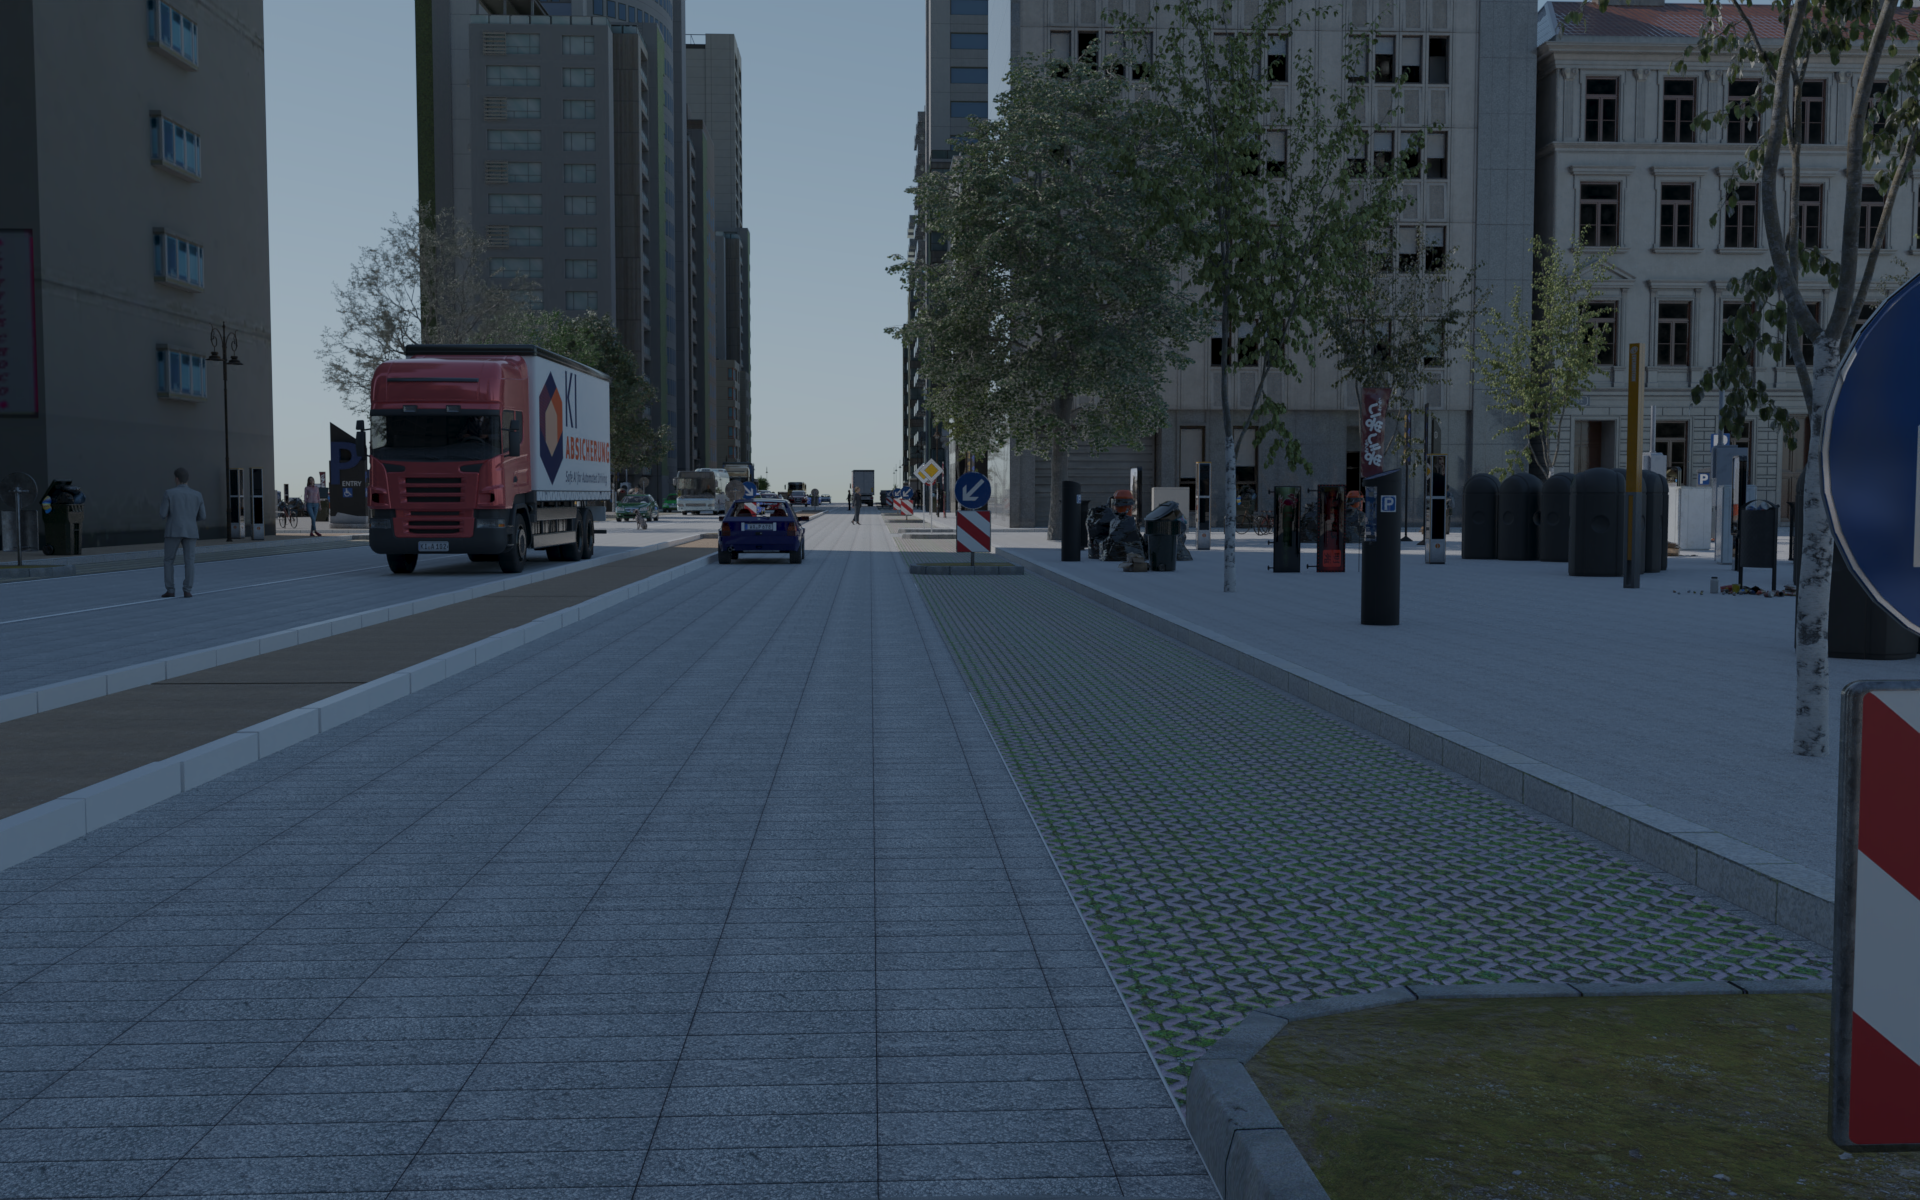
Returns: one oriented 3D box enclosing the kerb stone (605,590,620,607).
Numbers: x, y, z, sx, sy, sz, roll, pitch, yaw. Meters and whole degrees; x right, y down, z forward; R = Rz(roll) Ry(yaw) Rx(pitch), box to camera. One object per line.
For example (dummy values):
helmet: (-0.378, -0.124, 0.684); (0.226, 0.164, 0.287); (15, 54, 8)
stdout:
kerb stone: (-4.512, 0.002, 22.156); (0.120, 0.150, 1.000); (0, 4, -3)

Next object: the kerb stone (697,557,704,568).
kerb stone: (-5.096, -0.686, 33.410); (0.120, 0.150, 1.000); (0, 4, -3)

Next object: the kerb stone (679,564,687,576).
kerb stone: (-4.939, -0.498, 30.332); (0.120, 0.150, 1.000); (0, 4, -3)

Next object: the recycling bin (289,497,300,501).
recycling bin: (-52.203, -7.533, 135.721); (0.722, 1.027, 0.722); (0, 4, -2)

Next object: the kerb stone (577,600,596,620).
kerb stone: (-4.394, 0.132, 20.106); (0.120, 0.150, 1.000); (0, 4, -3)

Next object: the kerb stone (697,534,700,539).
kerb stone: (-8.267, -1.932, 53.787); (0.120, 0.150, 1.000); (0, 4, -3)

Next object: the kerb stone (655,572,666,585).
kerb stone: (-4.784, -0.310, 27.261); (0.120, 0.150, 1.000); (0, 4, -3)

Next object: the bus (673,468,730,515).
bus: (-17.951, -7.735, 121.333); (2.948, 3.499, 13.247); (0, 4, -3)

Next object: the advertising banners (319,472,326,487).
advertising banners: (-48.653, -8.450, 134.349); (2.074, 3.025, 0.090); (0, 4, -3)

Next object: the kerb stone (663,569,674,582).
kerb stone: (-4.838, -0.372, 28.281); (0.120, 0.150, 1.000); (0, 4, -3)

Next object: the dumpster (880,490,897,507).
dumpster: (-7.453, -10.610, 181.691); (1.865, 1.857, 1.264); (0, 4, -4)

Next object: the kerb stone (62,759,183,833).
kerb stone: (-3.773, 0.880, 7.805); (0.120, 0.150, 1.000); (0, 4, -3)

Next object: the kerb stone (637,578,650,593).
kerb stone: (-4.669, -0.185, 25.219); (0.120, 0.150, 1.000); (0, 4, -3)

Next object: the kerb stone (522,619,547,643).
kerb stone: (-4.245, 0.324, 17.037); (0.120, 0.150, 1.000); (0, 4, -3)

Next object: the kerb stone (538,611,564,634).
kerb stone: (-4.305, 0.253, 18.058); (0.120, 0.150, 1.000); (0, 4, -3)

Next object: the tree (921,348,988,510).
tree: (0.196, -8.056, 82.074); (4.737, 8.622, 4.395); (0, 3, 0)

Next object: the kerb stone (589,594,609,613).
kerb stone: (-4.456, 0.067, 21.126); (0.120, 0.150, 1.000); (0, 4, -3)

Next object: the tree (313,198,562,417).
tree: (-21.508, -9.891, 72.087); (12.009, 13.543, 11.850); (0, 3, 0)

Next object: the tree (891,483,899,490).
tree: (-10.930, -18.281, 293.493); (1.663, 3.219, 1.824); (0, 3, 0)

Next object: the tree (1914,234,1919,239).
tree: (23.760, -5.451, 39.487); (4.737, 8.622, 4.395); (0, 3, 0)

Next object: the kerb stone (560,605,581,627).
kerb stone: (-4.351, 0.191, 19.084); (0.120, 0.150, 1.000); (0, 4, -3)

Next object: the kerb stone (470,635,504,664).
kerb stone: (-4.136, 0.443, 14.991); (0.120, 0.150, 1.000); (0, 4, -3)

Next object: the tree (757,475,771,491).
tree: (-33.486, -18.867, 292.192); (4.285, 4.588, 4.351); (0, 3, 0)

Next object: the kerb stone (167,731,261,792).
kerb stone: (-3.818, 0.822, 8.831); (0.120, 0.150, 1.000); (0, 4, -3)

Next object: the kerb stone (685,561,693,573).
kerb stone: (-4.986, -0.561, 31.368); (0.120, 0.150, 1.000); (0, 4, -3)

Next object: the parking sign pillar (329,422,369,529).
parking sign pillar: (-22.826, -4.658, 64.633); (1.447, 3.967, 1.447); (0, 4, -7)

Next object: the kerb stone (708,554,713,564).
kerb stone: (-5.206, -0.811, 35.461); (0.120, 0.150, 1.000); (0, 4, -3)

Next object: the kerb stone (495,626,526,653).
kerb stone: (-4.193, 0.378, 16.012); (0.120, 0.150, 1.000); (0, 4, -3)

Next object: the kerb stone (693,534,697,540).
kerb stone: (-8.213, -1.866, 52.761); (0.120, 0.150, 1.000); (0, 4, -3)

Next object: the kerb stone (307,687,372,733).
kerb stone: (-3.919, 0.692, 10.889); (0.120, 0.150, 1.000); (0, 4, -3)

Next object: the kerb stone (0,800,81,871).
kerb stone: (-3.714, 0.943, 6.785); (0.120, 0.150, 1.000); (0, 4, -3)

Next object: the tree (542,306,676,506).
tree: (-22.667, -11.576, 106.270); (9.611, 12.733, 9.660); (0, 3, 0)

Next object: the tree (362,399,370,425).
tree: (-32.025, -9.071, 98.672); (4.360, 8.622, 3.978); (0, 3, 0)

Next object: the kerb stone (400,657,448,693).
kerb stone: (-4.028, 0.566, 12.937); (0.120, 0.150, 1.000); (0, 4, -3)

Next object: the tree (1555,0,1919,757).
tree: (4.424, -3.546, 8.333); (4.360, 8.622, 3.978); (0, 3, 0)

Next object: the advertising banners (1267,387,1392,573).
advertising banners: (6.047, -1.963, 28.291); (2.074, 3.025, 0.090); (-1, 4, -9)

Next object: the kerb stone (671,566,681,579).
kerb stone: (-4.882, -0.435, 29.303); (0.120, 0.150, 1.000); (0, 4, -3)

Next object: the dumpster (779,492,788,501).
dumpster: (-30.244, -17.595, 295.894); (1.865, 1.857, 1.264); (0, 4, -1)

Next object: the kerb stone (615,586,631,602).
kerb stone: (-4.572, -0.058, 23.177); (0.120, 0.150, 1.000); (0, 4, -3)

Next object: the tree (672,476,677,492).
tree: (-25.363, -9.970, 157.609); (1.663, 3.219, 1.824); (0, 3, 0)

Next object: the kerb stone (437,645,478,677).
kerb stone: (-4.085, 0.503, 13.970); (0.120, 0.150, 1.000); (0, 4, -3)

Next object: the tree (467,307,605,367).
tree: (-23.129, -10.230, 93.017); (9.928, 11.665, 9.643); (0, 3, 0)

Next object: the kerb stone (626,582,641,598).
kerb stone: (-4.621, -0.122, 24.198); (0.120, 0.150, 1.000); (0, 4, -3)

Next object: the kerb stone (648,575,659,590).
kerb stone: (-4.718, -0.245, 26.241); (0.120, 0.150, 1.000); (0, 4, -3)

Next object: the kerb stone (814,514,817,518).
kerb stone: (-8.632, -4.846, 101.495); (0.120, 0.150, 1.000); (0, 4, -3)

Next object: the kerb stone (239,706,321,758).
kerb stone: (-3.873, 0.755, 9.858); (0.120, 0.150, 1.000); (0, 4, -3)

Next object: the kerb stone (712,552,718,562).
kerb stone: (-5.257, -0.874, 36.482); (0.120, 0.150, 1.000); (0, 4, -3)

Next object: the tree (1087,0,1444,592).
tree: (3.748, -4.401, 22.321); (4.737, 8.622, 4.395); (0, 3, 0)

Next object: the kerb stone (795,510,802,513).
kerb stone: (-12.379, -6.781, 133.147); (0.120, 0.150, 1.000); (0, 4, -3)

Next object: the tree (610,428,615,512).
tree: (-24.737, -10.512, 122.240); (4.737, 8.622, 4.395); (0, 3, 0)

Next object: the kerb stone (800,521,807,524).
kerb stone: (-7.948, -4.037, 88.203); (0.120, 0.150, 1.000); (0, 4, -3)

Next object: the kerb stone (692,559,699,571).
kerb stone: (-5.041, -0.621, 32.390); (0.120, 0.150, 1.000); (0, 4, -3)

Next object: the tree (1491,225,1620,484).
tree: (16.239, -5.963, 47.850); (4.737, 8.622, 4.395); (0, 3, 0)

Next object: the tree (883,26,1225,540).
tree: (2.648, -8.636, 47.858); (9.857, 13.997, 8.962); (0, 3, 0)

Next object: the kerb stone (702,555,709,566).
kerb stone: (-5.146, -0.748, 34.431); (0.120, 0.150, 1.000); (0, 4, -3)

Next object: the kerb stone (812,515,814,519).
kerb stone: (-8.368, -4.534, 96.386); (0.120, 0.150, 1.000); (0, 4, -3)

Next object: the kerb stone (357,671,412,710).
kerb stone: (-3.980, 0.631, 11.916); (0.120, 0.150, 1.000); (0, 4, -3)
